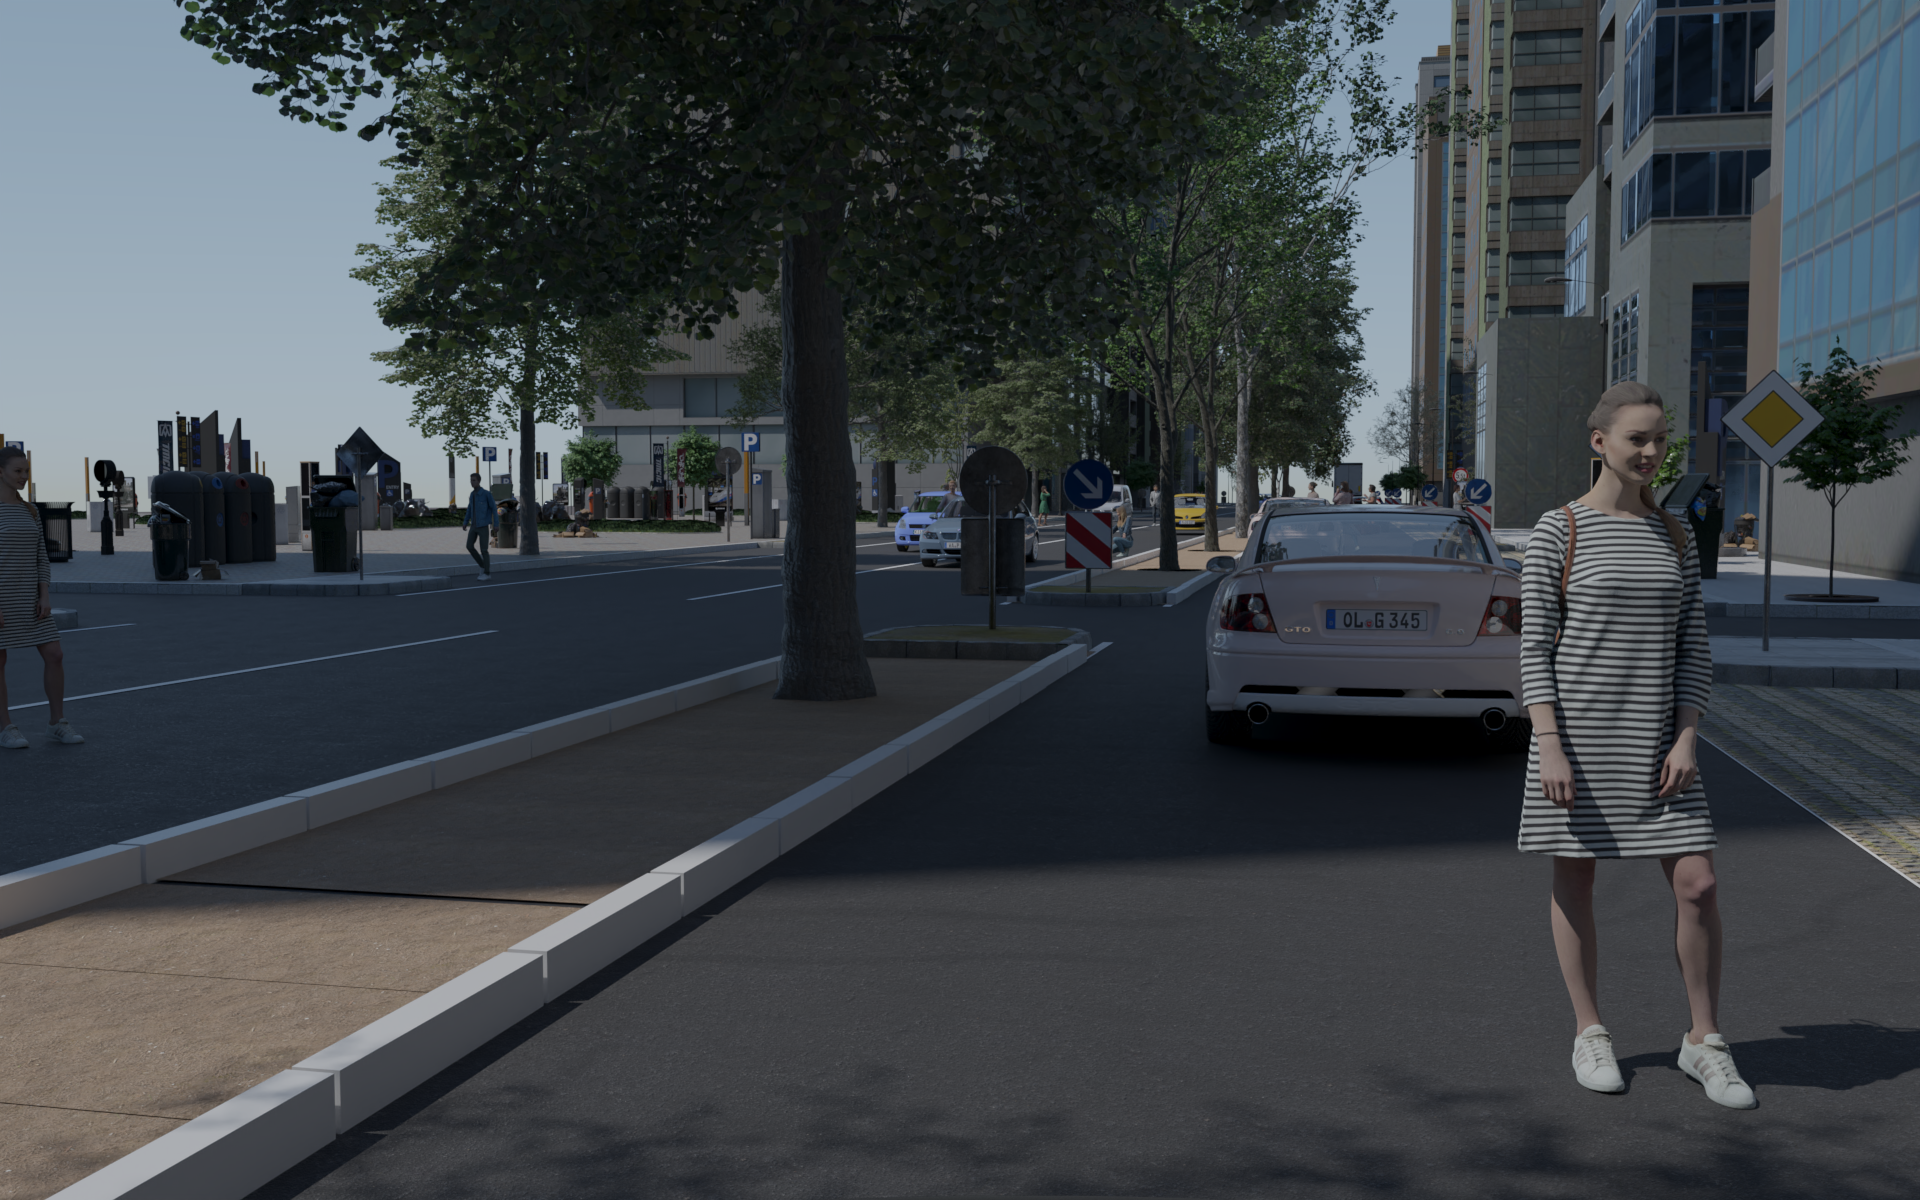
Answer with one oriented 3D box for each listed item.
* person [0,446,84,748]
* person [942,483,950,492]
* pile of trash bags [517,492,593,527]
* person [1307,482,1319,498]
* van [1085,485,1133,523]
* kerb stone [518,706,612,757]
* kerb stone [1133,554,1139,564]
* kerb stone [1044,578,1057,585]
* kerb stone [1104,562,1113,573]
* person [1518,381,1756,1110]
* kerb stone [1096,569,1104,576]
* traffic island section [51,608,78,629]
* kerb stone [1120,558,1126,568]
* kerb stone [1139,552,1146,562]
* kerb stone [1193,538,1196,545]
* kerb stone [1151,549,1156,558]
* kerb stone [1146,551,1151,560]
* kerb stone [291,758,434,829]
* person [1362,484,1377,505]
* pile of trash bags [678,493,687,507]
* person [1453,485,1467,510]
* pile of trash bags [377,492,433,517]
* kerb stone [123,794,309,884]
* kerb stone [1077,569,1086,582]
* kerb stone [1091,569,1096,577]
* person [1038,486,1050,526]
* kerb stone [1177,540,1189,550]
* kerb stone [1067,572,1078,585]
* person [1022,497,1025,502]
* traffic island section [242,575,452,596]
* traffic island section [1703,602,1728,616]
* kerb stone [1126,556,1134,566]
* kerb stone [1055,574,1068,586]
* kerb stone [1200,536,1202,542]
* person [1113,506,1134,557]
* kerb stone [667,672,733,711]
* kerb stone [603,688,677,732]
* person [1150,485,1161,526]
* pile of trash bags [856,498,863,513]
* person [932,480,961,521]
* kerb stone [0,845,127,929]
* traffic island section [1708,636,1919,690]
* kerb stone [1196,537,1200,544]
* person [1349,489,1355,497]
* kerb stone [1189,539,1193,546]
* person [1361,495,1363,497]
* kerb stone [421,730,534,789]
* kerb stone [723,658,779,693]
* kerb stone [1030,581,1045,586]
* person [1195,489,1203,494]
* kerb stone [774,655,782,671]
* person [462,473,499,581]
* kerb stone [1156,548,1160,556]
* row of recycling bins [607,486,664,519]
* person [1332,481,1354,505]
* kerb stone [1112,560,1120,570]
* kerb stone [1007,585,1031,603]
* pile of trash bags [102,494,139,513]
[{"bbox_3d":[-5.372,-0.020,9.828,0.522,1.701,0.512,1,4,23],"label":"person"},{"bbox_3d":[-0.372,-2.940,56.745,0.590,1.801,0.661,0,4,-6],"label":"person"},{"bbox_3d":[-15.891,-3.608,68.742,3.447,1.369,1.912,-1,4,-19],"label":"pile of trash bags"},{"bbox_3d":[9.850,-2.445,48.813,0.374,1.781,0.599,-2,4,-31],"label":"person"},{"bbox_3d":[6.592,-4.248,76.466,2.013,2.044,4.112,1,4,13],"label":"van"},{"bbox_3d":[-2.258,0.756,9.841,0.120,0.150,1.000,1,4,13],"label":"kerb stone"},{"bbox_3d":[3.495,-0.801,35.382,0.120,0.150,1.000,1,4,13],"label":"kerb stone"},{"bbox_3d":[1.240,-0.192,25.366,0.120,0.150,1.000,1,4,13],"label":"kerb stone"},{"bbox_3d":[2.595,-0.555,31.371,0.120,0.150,1.000,1,4,13],"label":"kerb stone"},{"bbox_3d":[1.603,0.323,4.215,0.512,1.701,0.522,0,4,-5],"label":"person"},{"bbox_3d":[2.358,-0.500,30.364,0.120,0.150,1.000,1,4,13],"label":"kerb stone"},{"bbox_3d":[-10.703,0.259,18.051,2.009,0.180,2.903,1,4,13],"label":"traffic island section"},{"bbox_3d":[3.036,-0.682,33.376,0.120,0.150,1.000,1,4,13],"label":"kerb stone"},{"bbox_3d":[3.727,-0.867,36.377,0.120,0.150,1.000,1,4,13],"label":"kerb stone"},{"bbox_3d":[6.424,-1.596,48.372,0.120,0.150,1.000,1,4,13],"label":"kerb stone"},{"bbox_3d":[4.166,-0.987,38.379,0.120,0.150,1.000,1,4,13],"label":"kerb stone"},{"bbox_3d":[3.950,-0.928,37.375,0.120,0.150,1.000,1,4,13],"label":"kerb stone"},{"bbox_3d":[-2.707,0.878,7.843,0.120,0.150,1.000,1,4,13],"label":"kerb stone"},{"bbox_3d":[14.573,-3.232,61.697,0.532,1.782,0.716,1,4,11],"label":"person"},{"bbox_3d":[-18.121,-5.784,104.326,3.447,1.369,1.912,0,4,3],"label":"pile of trash bags"},{"bbox_3d":[16.916,-3.030,58.616,0.524,1.755,0.480,0,4,2],"label":"person"},{"bbox_3d":[-23.091,-3.735,70.811,1.912,1.369,3.447,1,4,16],"label":"pile of trash bags"},{"bbox_3d":[-2.928,0.939,6.841,0.120,0.150,1.000,1,4,13],"label":"kerb stone"},{"bbox_3d":[1.923,-0.377,28.367,0.120,0.150,1.000,1,4,13],"label":"kerb stone"},{"bbox_3d":[2.138,-0.439,29.366,0.120,0.150,1.000,1,4,13],"label":"kerb stone"},{"bbox_3d":[3.758,-4.236,78.004,0.529,1.795,0.600,-1,4,-12],"label":"person"},{"bbox_3d":[5.970,-1.479,46.376,0.120,0.150,1.000,1,4,13],"label":"kerb stone"},{"bbox_3d":[1.687,-0.316,27.369,0.120,0.150,1.000,1,4,13],"label":"kerb stone"},{"bbox_3d":[2.727,-4.252,78.566,0.519,1.759,0.362,-1,4,-14],"label":"person"},{"bbox_3d":[-8.949,-0.218,25.842,2.009,0.180,2.903,1,4,13],"label":"traffic island section"},{"bbox_3d":[8.360,0.020,21.955,2.009,0.180,2.903,1,4,13],"label":"traffic island section"},{"bbox_3d":[3.275,-0.741,34.384,0.120,0.150,1.000,1,4,13],"label":"kerb stone"},{"bbox_3d":[1.468,-0.255,26.370,0.120,0.150,1.000,1,4,13],"label":"kerb stone"},{"bbox_3d":[6.874,-1.724,50.376,0.120,0.150,1.000,1,4,13],"label":"kerb stone"},{"bbox_3d":[3.660,-1.566,39.610,0.738,1.151,1.012,-1,4,-19],"label":"person"},{"bbox_3d":[-1.801,0.633,11.839,0.120,0.150,1.000,1,4,13],"label":"kerb stone"},{"bbox_3d":[-2.031,0.695,10.838,0.120,0.150,1.000,1,4,13],"label":"kerb stone"},{"bbox_3d":[8.805,-4.222,77.379,0.661,1.843,0.795,2,4,25],"label":"person"},{"bbox_3d":[-6.166,-4.583,84.689,1.912,1.369,3.447,-3,5,-40],"label":"pile of trash bags"},{"bbox_3d":[-0.342,-1.824,38.997,0.731,1.740,0.598,-3,5,-39],"label":"person"},{"bbox_3d":[-3.156,1.000,5.842,0.120,0.150,1.000,1,4,13],"label":"kerb stone"},{"bbox_3d":[6.606,0.496,14.164,2.009,0.180,2.903,1,4,13],"label":"traffic island section"},{"bbox_3d":[6.655,-1.659,49.373,0.120,0.150,1.000,1,4,13],"label":"kerb stone"},{"bbox_3d":[24.555,-6.122,109.320,0.721,1.743,1.217,-2,4,-32],"label":"person"},{"bbox_3d":[6.199,-1.535,47.374,0.120,0.150,1.000,1,4,13],"label":"kerb stone"},{"bbox_3d":[56.991,-14.517,246.648,0.742,1.727,0.445,-1,4,-19],"label":"person"},{"bbox_3d":[-2.476,0.819,8.842,0.120,0.150,1.000,1,4,13],"label":"kerb stone"},{"bbox_3d":[-1.581,0.572,12.838,0.120,0.150,1.000,1,4,13],"label":"kerb stone"},{"bbox_3d":[1.015,-0.133,24.366,0.120,0.150,1.000,1,4,13],"label":"kerb stone"},{"bbox_3d":[15.003,-6.091,108.894,0.742,1.727,0.445,3,4,36],"label":"person"},{"bbox_3d":[-1.352,0.514,13.834,0.120,0.150,1.000,1,4,13],"label":"kerb stone"},{"bbox_3d":[-7.958,-1.221,28.804,0.601,1.785,0.444,2,4,35],"label":"person"},{"bbox_3d":[4.394,-1.050,39.375,0.120,0.150,1.000,1,4,13],"label":"kerb stone"},{"bbox_3d":[-17.005,-5.131,91.002,3.534,1.692,1.069,1,4,21],"label":"row of recycling bins"},{"bbox_3d":[9.515,-2.047,42.552,0.593,1.750,0.643,-2,4,-28],"label":"person"},{"bbox_3d":[2.815,-0.623,32.375,0.120,0.150,1.000,1,4,13],"label":"kerb stone"},{"bbox_3d":[0.788,-0.066,23.358,0.120,0.150,1.000,1,4,13],"label":"kerb stone"},{"bbox_3d":[-51.574,-5.931,106.728,3.447,1.369,1.912,3,5,40],"label":"pile of trash bags"}]
